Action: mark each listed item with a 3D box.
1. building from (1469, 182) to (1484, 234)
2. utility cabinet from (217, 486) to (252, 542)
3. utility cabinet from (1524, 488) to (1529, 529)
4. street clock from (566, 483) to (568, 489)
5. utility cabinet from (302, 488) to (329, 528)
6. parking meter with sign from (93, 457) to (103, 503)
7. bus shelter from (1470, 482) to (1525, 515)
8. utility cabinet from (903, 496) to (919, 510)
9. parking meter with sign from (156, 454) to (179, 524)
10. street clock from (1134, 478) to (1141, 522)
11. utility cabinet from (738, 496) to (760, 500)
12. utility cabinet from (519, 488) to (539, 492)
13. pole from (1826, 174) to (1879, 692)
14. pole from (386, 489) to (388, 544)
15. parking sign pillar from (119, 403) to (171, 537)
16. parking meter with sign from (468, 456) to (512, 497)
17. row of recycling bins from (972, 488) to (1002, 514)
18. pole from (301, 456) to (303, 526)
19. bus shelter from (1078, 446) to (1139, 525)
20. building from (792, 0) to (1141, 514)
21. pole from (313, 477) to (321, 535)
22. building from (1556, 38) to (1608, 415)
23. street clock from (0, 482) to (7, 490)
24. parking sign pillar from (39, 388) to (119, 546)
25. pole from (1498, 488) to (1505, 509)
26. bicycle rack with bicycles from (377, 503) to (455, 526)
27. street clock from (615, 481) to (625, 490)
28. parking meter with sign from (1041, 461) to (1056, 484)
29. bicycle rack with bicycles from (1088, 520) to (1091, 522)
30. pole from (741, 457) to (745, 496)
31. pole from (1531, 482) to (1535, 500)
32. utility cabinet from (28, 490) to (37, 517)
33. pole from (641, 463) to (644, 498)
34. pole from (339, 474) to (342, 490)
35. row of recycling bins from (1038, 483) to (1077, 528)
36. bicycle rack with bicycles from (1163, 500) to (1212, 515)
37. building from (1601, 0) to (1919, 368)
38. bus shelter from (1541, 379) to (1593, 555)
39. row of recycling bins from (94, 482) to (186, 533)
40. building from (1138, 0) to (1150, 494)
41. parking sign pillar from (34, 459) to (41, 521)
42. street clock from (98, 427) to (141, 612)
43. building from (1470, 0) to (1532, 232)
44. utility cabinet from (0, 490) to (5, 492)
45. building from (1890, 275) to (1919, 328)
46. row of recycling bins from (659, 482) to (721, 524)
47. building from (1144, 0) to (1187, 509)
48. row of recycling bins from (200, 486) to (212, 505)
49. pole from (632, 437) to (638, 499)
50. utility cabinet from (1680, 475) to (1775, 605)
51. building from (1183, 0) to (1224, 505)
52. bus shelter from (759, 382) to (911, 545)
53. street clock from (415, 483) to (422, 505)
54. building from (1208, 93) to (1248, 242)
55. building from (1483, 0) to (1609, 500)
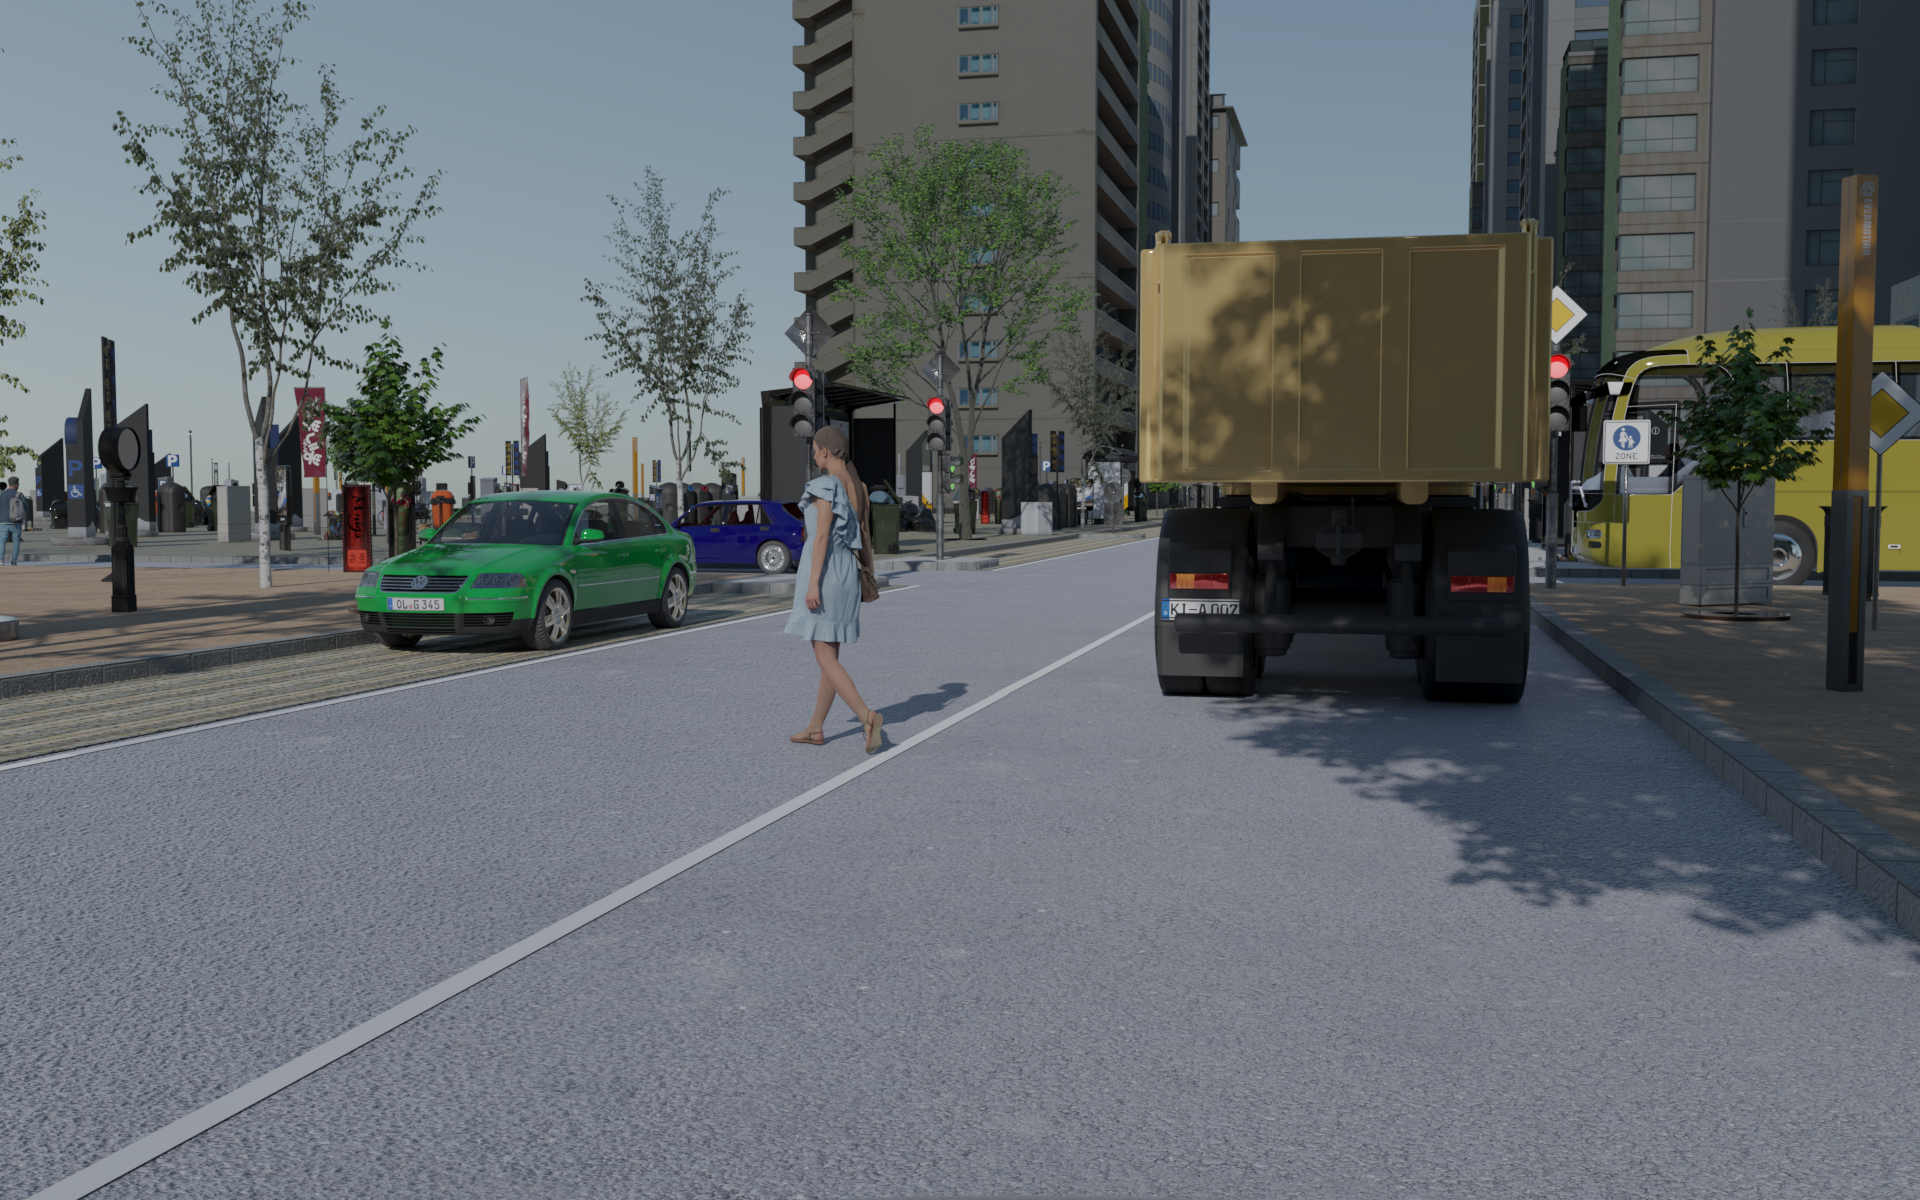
[{"bbox_3d":[73.711,-33.256,227.337,14.154,41.232,14.086,1,4,14],"label":"building"},{"bbox_3d":[-19.390,-2.298,46.251,0.318,1.500,1.173,0,4,6],"label":"utility cabinet"},{"bbox_3d":[20.373,-3.369,63.758,0.318,1.500,1.173,-2,4,-31],"label":"utility cabinet"},{"bbox_3d":[-24.662,-6.315,107.824,0.358,2.002,0.471,3,4,37],"label":"street clock"},{"bbox_3d":[-24.394,-3.455,65.167,0.318,1.500,1.173,3,5,40],"label":"utility cabinet"},{"bbox_3d":[-40.713,-5.199,81.272,0.543,3.016,1.738,-1,4,-14],"label":"parking meter with sign"},{"bbox_3d":[18.677,-4.062,60.332,2.014,3.302,5.546,1,4,13],"label":"bus shelter"},{"bbox_3d":[-1.751,-3.090,61.679,0.306,1.237,1.020,-1,4,-19],"label":"utility cabinet"},{"bbox_3d":[-34.575,-4.838,75.370,0.543,3.016,1.738,0,4,-2],"label":"parking meter with sign"},{"bbox_3d":[8.086,-4.548,78.923,0.358,2.002,0.471,1,4,21],"label":"street clock"},{"bbox_3d":[-5.932,-2.337,49.368,0.306,1.237,1.020,-3,5,-44],"label":"utility cabinet"},{"bbox_3d":[-16.707,-3.520,66.239,1.173,1.500,0.318,0,4,-3],"label":"utility cabinet"},{"bbox_3d":[5.774,-1.062,11.209,0.158,3.312,0.155,0,3,0],"label":"pole"},{"bbox_3d":[-14.758,-3.118,44.825,0.158,3.312,0.155,0,3,0],"label":"pole"},{"bbox_3d":[-24.801,-3.872,51.785,1.447,3.967,1.447,0,4,4],"label":"parking sign pillar"},{"bbox_3d":[-21.613,-5.088,79.449,1.738,3.016,0.543,1,4,10],"label":"parking meter with sign"},{"bbox_3d":[2.126,-6.273,109.668,3.534,1.692,1.069,2,4,30],"label":"row of recycling bins"},{"bbox_3d":[-22.747,-4.021,59.590,0.158,3.312,0.155,0,3,0],"label":"pole"},{"bbox_3d":[6.595,-4.963,75.068,2.014,3.302,5.546,1,4,14],"label":"bus shelter"},{"bbox_3d":[0.581,-30.430,121.226,21.300,48.544,21.600,1,4,14],"label":"building"},{"bbox_3d":[-20.283,-3.714,54.567,0.158,3.312,0.155,0,3,0],"label":"pole"},{"bbox_3d":[45.913,-20.844,112.498,14.160,30.474,14.107,1,4,14],"label":"building"},{"bbox_3d":[-55.790,-5.894,100.943,0.358,2.002,0.471,2,4,33],"label":"street clock"},{"bbox_3d":[-22.138,-3.370,43.572,1.447,3.967,1.447,-1,4,-17],"label":"parking sign pillar"},{"bbox_3d":[13.988,-3.110,44.690,0.158,3.312,0.155,0,3,0],"label":"pole"},{"bbox_3d":[-21.965,-3.523,70.976,2.925,0.926,2.852,2,4,25],"label":"bicycle rack with bicycles"},{"bbox_3d":[-18.665,-5.536,95.079,0.471,2.002,0.358,1,4,22],"label":"street clock"},{"bbox_3d":[4.866,-5.810,91.262,0.543,3.016,1.738,2,4,24],"label":"parking meter with sign"},{"bbox_3d":[4.700,-4.012,78.981,2.925,0.926,2.852,-1,4,-17],"label":"bicycle rack with bicycles"},{"bbox_3d":[-12.038,-6.260,96.187,0.158,3.312,0.155,0,3,0],"label":"pole"},{"bbox_3d":[23.749,-4.764,71.730,0.158,3.312,0.155,0,3,0],"label":"pole"},{"bbox_3d":[-50.314,-5.270,94.850,1.173,1.500,0.318,-3,5,-45],"label":"utility cabinet"},{"bbox_3d":[-21.091,-7.412,115.036,0.158,3.312,0.155,0,3,0],"label":"pole"},{"bbox_3d":[-43.526,-7.822,121.737,0.158,3.312,0.155,0,3,0],"label":"pole"},{"bbox_3d":[3.760,-3.641,66.648,1.069,1.692,3.534,1,4,19],"label":"row of recycling bins"},{"bbox_3d":[13.602,-5.651,105.774,2.925,0.926,2.852,3,5,40],"label":"bicycle rack with bicycles"},{"bbox_3d":[37.123,-24.245,79.997,14.154,41.232,14.086,1,4,14],"label":"building"},{"bbox_3d":[13.540,-2.848,37.850,1.731,3.624,6.357,1,4,14],"label":"bus shelter"},{"bbox_3d":[-27.460,-3.061,57.158,3.534,1.692,1.069,-3,4,-36],"label":"row of recycling bins"},{"bbox_3d":[7.256,-27.878,139.407,14.154,41.232,14.086,1,4,14],"label":"building"},{"bbox_3d":[-43.295,-5.745,82.402,1.447,3.967,1.447,1,4,21],"label":"parking sign pillar"},{"bbox_3d":[-9.100,-0.870,18.800,0.358,2.002,0.471,0,4,4],"label":"street clock"},{"bbox_3d":[80.423,-49.258,243.612,20.563,71.187,20.611,1,4,14],"label":"building"},{"bbox_3d":[-54.508,-5.517,98.886,0.318,1.500,1.173,1,4,9],"label":"utility cabinet"},{"bbox_3d":[40.065,-44.378,38.248,31.000,86.520,22.319,1,4,14],"label":"building"},{"bbox_3d":[-9.574,-3.321,61.411,1.069,1.692,3.534,2,4,24],"label":"row of recycling bins"},{"bbox_3d":[8.890,-37.853,160.893,21.231,58.520,28.212,1,4,14],"label":"building"},{"bbox_3d":[-37.193,-4.854,86.482,1.069,1.692,3.534,-1,4,-14],"label":"row of recycling bins"},{"bbox_3d":[-11.633,-4.171,62.034,0.158,3.312,0.155,0,3,0],"label":"pole"},{"bbox_3d":[8.867,-0.691,19.979,1.173,1.500,0.318,-2,4,-26],"label":"utility cabinet"},{"bbox_3d":[21.690,-47.216,210.230,20.563,71.187,20.611,1,4,14],"label":"building"},{"bbox_3d":[-2.744,-2.950,39.520,1.731,3.624,6.357,1,4,13],"label":"bus shelter"},{"bbox_3d":[-29.075,-5.391,92.710,0.471,2.002,0.358,1,4,15],"label":"street clock"},{"bbox_3d":[23.487,-39.500,235.055,28.713,52.752,27.495,1,4,14],"label":"building"},{"bbox_3d":[72.719,-40.544,204.888,21.231,58.520,28.212,1,4,14],"label":"building"}]
